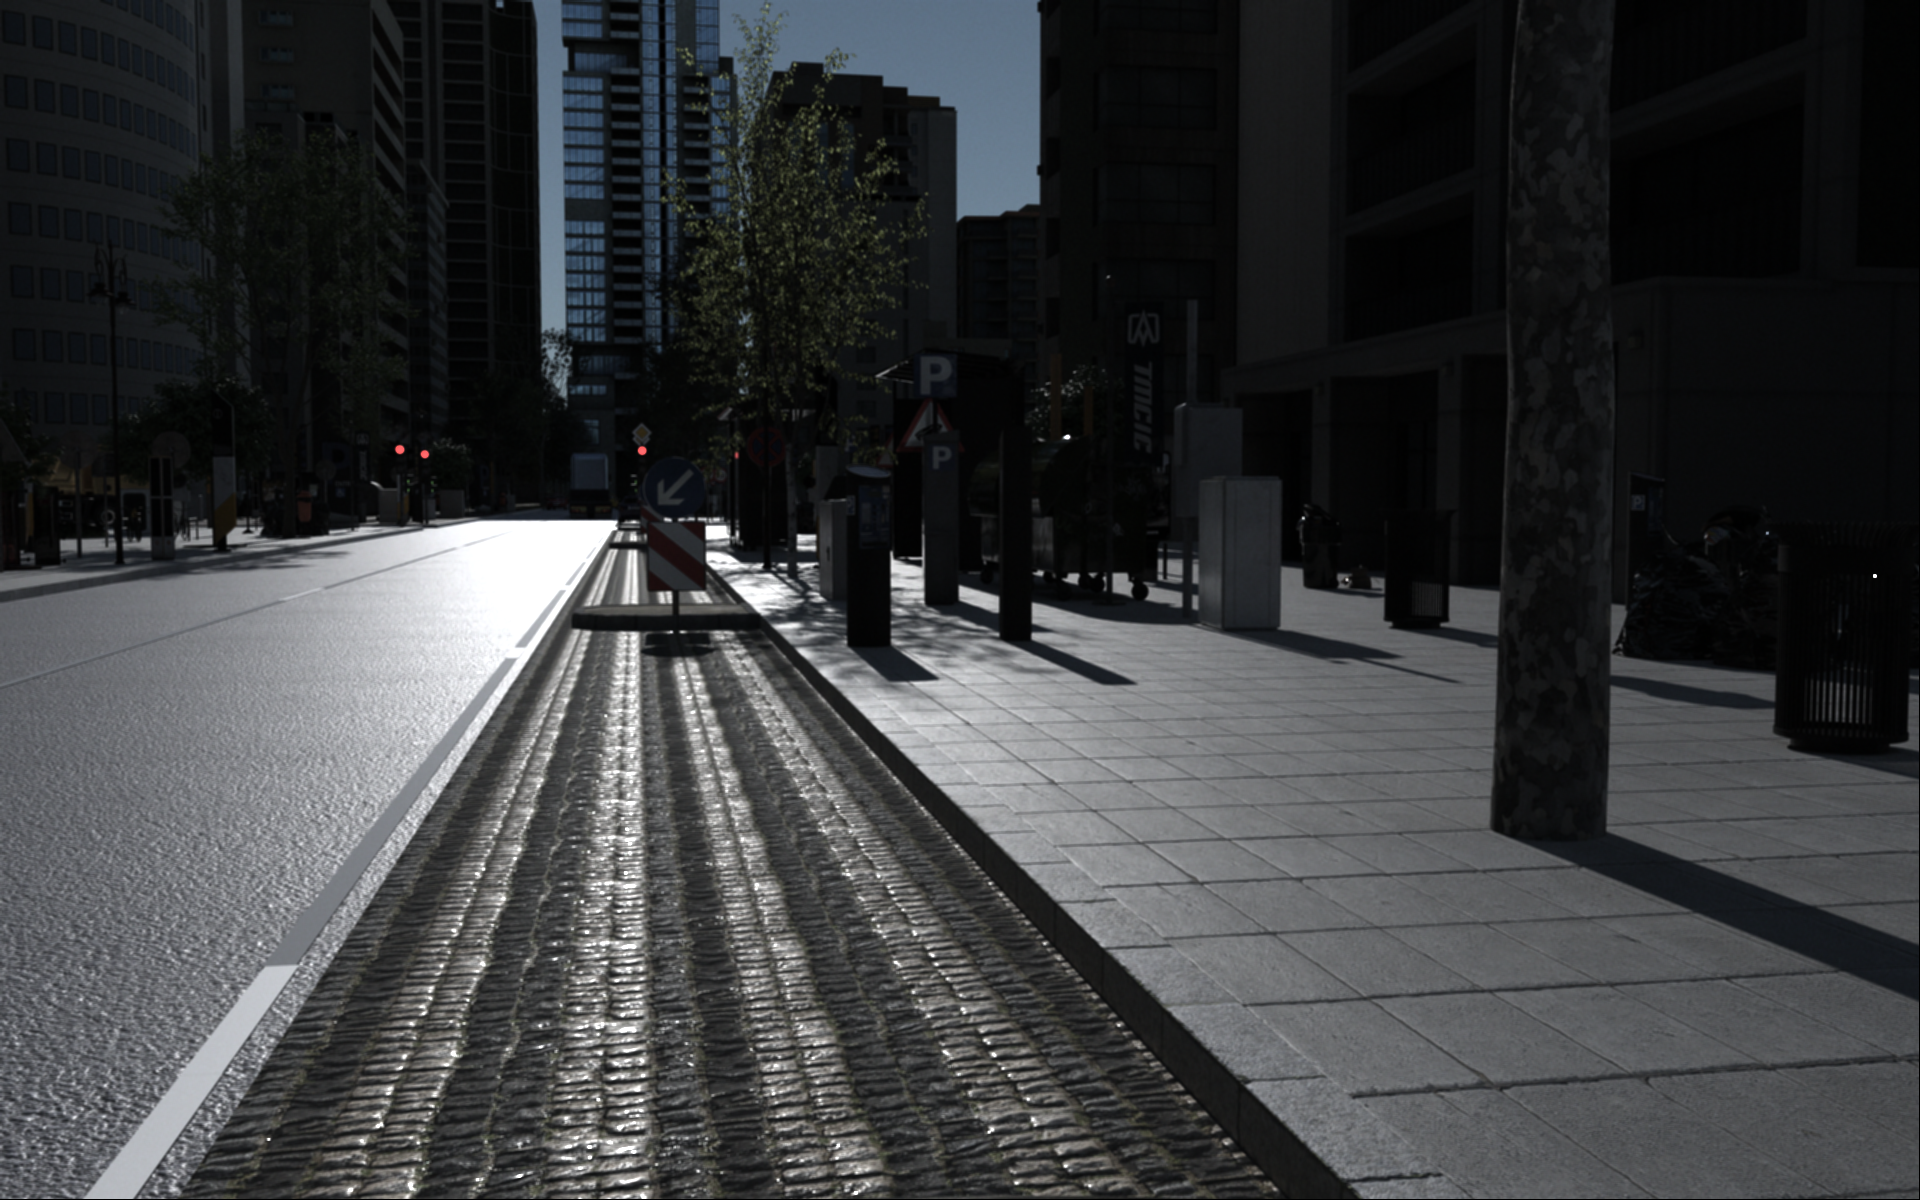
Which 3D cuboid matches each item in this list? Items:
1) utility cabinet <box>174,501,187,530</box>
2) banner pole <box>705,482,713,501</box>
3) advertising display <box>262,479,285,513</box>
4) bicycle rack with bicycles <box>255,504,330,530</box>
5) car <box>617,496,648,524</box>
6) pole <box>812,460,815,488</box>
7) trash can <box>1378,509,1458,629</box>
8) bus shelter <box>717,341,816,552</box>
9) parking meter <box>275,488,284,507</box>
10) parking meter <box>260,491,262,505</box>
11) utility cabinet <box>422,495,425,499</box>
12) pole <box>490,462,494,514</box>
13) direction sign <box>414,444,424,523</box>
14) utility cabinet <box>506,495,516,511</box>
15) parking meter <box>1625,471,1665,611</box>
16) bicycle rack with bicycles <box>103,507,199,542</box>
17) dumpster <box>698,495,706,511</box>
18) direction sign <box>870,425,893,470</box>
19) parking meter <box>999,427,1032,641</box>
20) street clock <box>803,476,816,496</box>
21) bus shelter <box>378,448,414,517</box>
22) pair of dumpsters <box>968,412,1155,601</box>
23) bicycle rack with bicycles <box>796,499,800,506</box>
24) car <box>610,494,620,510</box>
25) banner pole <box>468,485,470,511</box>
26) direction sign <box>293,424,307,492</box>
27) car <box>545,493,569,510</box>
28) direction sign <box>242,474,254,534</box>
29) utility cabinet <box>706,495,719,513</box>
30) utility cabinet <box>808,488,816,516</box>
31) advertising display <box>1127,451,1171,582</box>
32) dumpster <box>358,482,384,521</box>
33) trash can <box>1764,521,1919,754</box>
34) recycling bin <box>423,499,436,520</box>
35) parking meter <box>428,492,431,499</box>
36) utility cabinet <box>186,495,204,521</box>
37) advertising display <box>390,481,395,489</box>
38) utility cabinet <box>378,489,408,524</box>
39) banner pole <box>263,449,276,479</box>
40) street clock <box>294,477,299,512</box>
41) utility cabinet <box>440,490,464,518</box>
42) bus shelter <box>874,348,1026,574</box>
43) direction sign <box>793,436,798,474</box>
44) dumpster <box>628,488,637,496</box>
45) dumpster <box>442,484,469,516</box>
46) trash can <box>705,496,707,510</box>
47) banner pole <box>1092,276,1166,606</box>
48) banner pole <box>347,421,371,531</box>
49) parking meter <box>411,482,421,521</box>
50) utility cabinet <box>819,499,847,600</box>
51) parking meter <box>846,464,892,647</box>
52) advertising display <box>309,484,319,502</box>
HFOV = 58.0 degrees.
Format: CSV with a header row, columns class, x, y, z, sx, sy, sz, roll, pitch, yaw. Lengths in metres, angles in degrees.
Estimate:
class,x,y,z,sx,sy,sz,roll,pitch,yaw
utility cabinet,-27.734,-3.206,61.098,0.318,1.500,1.173,0,4,2
banner pole,-19.643,-8.873,135.087,0.863,3.779,0.401,-2,4,-27
advertising display,-30.136,-4.334,76.071,0.974,1.923,0.123,0,4,-5
bicycle rack with bicycles,-23.743,-2.935,61.364,2.852,0.926,2.925,-2,4,-30
car,-15.827,-4.418,84.813,1.945,1.354,3.894,-1,4,-9
pole,-8.695,-6.677,103.012,0.158,3.312,0.155,0,3,0
trash can,4.394,-0.305,16.647,0.748,1.137,0.748,0,3,0
bus shelter,-4.809,-3.974,42.607,2.179,5.291,8.768,-1,4,-10
parking meter,-28.973,-3.996,73.752,0.372,1.533,0.369,0,3,0
parking meter,-44.522,-6.256,110.694,0.372,1.533,0.369,0,3,0
utility cabinet,-42.714,-7.759,138.015,0.306,1.237,1.020,0,4,-3
pole,-29.382,-7.026,108.724,0.158,3.312,0.155,0,3,0
direction sign,-24.344,-5.257,77.953,0.379,3.537,0.876,1,4,9
utility cabinet,-33.685,-7.215,129.125,1.020,1.237,0.306,-1,4,-22
parking meter,7.507,-0.646,18.975,0.372,1.533,0.369,0,3,0
bicycle rack with bicycles,-22.113,-2.081,47.398,2.852,0.926,2.925,-1,4,-16
dumpster,-16.216,-6.158,106.440,1.264,1.857,1.865,-1,4,-10
direction sign,-2.530,-3.950,56.574,0.876,3.537,0.379,1,4,23
parking meter,0.488,-0.582,15.230,0.255,1.863,0.399,0,4,-5
street clock,-5.944,-3.913,68.544,0.471,2.002,0.358,1,4,17
bus shelter,-29.111,-6.078,90.652,1.731,3.624,6.357,-1,4,-11
pair of dumpsters,1.275,-1.236,22.704,1.574,2.255,4.437,-1,4,-10
bicycle rack with bicycles,-12.175,-6.831,125.061,2.925,0.926,2.852,3,5,39
car,-32.460,-9.174,160.223,2.015,1.641,3.980,-1,4,-10
banner pole,-37.481,-8.667,131.715,0.401,3.779,0.863,-3,5,-43
direction sign,-21.537,-3.945,56.495,0.876,3.537,0.379,3,5,39
car,-36.580,-9.067,157.282,2.155,1.783,4.494,-1,4,-10
direction sign,-23.222,-3.939,56.401,0.379,3.537,0.876,-2,4,-29
utility cabinet,-15.651,-6.021,109.602,0.306,1.237,1.020,2,4,24
utility cabinet,-4.923,-3.330,63.119,1.173,1.500,0.318,1,4,18
advertising display,2.786,-1.250,25.646,0.123,1.923,0.974,3,5,43
dumpster,-28.136,-4.688,82.403,1.264,1.857,1.865,-1,4,-11
trash can,4.448,0.179,8.726,0.748,1.137,0.748,0,3,0
recycling bin,-26.591,-4.507,86.237,0.722,1.027,0.722,-3,5,-42
parking meter,-33.522,-6.163,109.177,0.372,1.533,0.369,0,3,0
utility cabinet,-36.219,-4.313,81.681,1.020,1.237,0.306,1,4,11
advertising display,-27.902,-4.888,85.137,0.123,1.923,0.974,-2,4,-24
utility cabinet,-24.428,-4.036,74.668,1.173,1.500,0.318,-3,5,-43
banner pole,-38.051,-6.461,95.652,0.863,3.779,0.401,-2,4,-30
street clock,-28.203,-4.216,73.505,0.358,2.002,0.471,2,4,30
utility cabinet,-26.722,-5.043,91.139,1.173,1.500,0.318,0,4,-2
bus shelter,-0.261,-2.430,31.013,1.731,3.624,6.357,-1,4,-11
direction sign,-6.775,-4.627,67.651,0.876,3.537,0.379,-1,4,-13
dumpster,-41.949,-13.410,224.203,1.985,2.255,1.502,-1,4,-9
dumpster,-29.561,-6.043,101.293,1.502,2.255,1.985,-1,4,-11
trash can,-17.477,-6.508,118.052,0.748,1.137,0.748,0,3,0
banner pole,1.949,-1.828,19.903,0.863,3.779,0.401,1,4,20
banner pole,-20.777,-4.271,59.841,0.863,3.779,0.401,-1,4,-20
parking meter,-25.552,-4.626,81.349,0.255,1.863,0.399,3,5,44
utility cabinet,-1.526,-0.625,21.376,0.306,1.237,1.020,-1,4,-14
parking meter,-0.771,-0.380,14.631,0.372,1.533,0.369,0,3,0
advertising display,-42.925,-6.720,115.088,0.974,1.923,0.123,3,4,38
